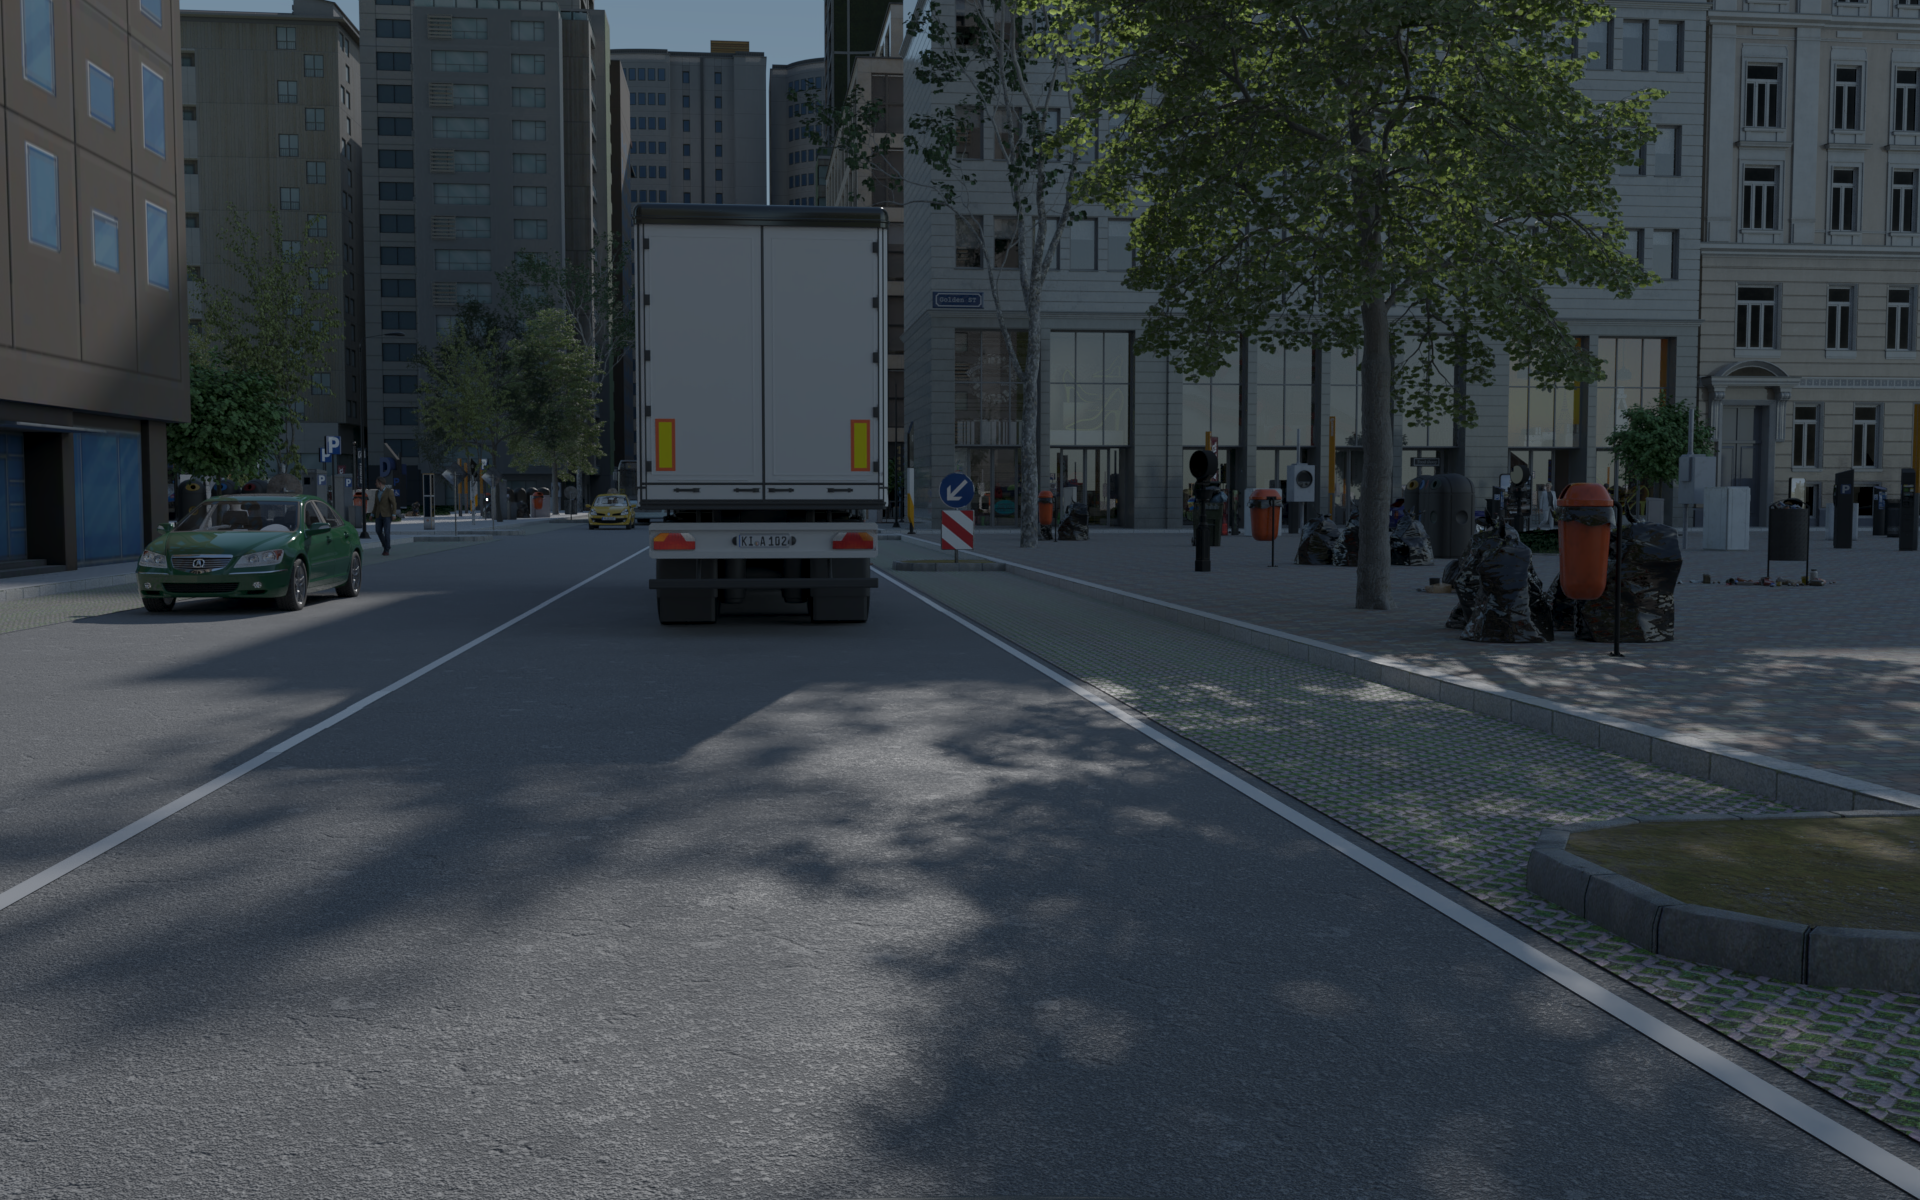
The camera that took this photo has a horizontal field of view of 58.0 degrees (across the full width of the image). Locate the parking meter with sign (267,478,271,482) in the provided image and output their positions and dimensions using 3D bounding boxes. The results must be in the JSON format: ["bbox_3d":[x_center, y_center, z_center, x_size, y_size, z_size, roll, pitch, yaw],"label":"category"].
[{"bbox_3d":[-32.985,-5.342,83.605,0.543,3.016,1.738,3,5,41],"label":"parking meter with sign"}]

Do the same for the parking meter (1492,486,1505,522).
[{"bbox_3d":[16.254,-2.683,52.276,0.372,1.533,0.369,0,3,0],"label":"parking meter"}]

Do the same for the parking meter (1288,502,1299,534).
[{"bbox_3d":[10.813,-3.083,56.112,0.255,1.863,0.399,0,4,-5],"label":"parking meter"}]

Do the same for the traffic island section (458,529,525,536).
[{"bbox_3d":[-16.502,-2.380,61.186,2.009,0.180,2.903,0,4,-7],"label":"traffic island section"}]

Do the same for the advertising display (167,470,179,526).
[{"bbox_3d":[-21.120,-2.478,45.735,0.974,1.923,0.123,1,4,8],"label":"advertising display"}]

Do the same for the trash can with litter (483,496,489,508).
[{"bbox_3d":[-28.661,-5.746,105.342,1.055,1.170,0.624,1,4,11],"label":"trash can with litter"}]

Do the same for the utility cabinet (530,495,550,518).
[{"bbox_3d":[-22.943,-5.106,94.648,1.020,1.237,0.306,-2,4,-26],"label":"utility cabinet"}]

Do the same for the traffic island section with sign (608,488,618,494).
[{"bbox_3d":[-22.537,-6.361,112.636,1.989,1.847,2.006,0,4,-7],"label":"traffic island section with sign"}]

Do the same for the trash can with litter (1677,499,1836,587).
[{"bbox_3d":[11.338,-0.830,24.631,2.233,1.210,1.678,1,4,18],"label":"trash can with litter"}]

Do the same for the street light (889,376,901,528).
[{"bbox_3d":[-2.979,-5.728,66.187,1.470,5.913,1.316,0,4,-7],"label":"street light"}]

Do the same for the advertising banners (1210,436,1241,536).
[{"bbox_3d":[8.161,-3.496,53.346,0.090,3.025,2.074,2,4,35],"label":"advertising banners"}]

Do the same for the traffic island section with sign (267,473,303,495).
[{"bbox_3d":[-12.583,-1.434,32.079,1.989,1.847,2.006,0,4,-7],"label":"traffic island section with sign"}]

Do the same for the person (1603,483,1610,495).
[{"bbox_3d":[22.102,-3.122,59.726,0.592,1.802,0.473,1,4,21],"label":"person"}]

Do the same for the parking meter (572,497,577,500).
[{"bbox_3d":[-26.406,-6.733,118.491,0.372,1.533,0.369,0,3,0],"label":"parking meter"}]

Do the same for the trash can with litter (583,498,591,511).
[{"bbox_3d":[-28.322,-7.267,130.205,1.055,1.170,0.624,-3,5,-43],"label":"trash can with litter"}]

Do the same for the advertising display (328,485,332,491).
[{"bbox_3d":[-45.787,-7.428,126.667,0.974,1.923,0.123,2,4,25],"label":"advertising display"}]

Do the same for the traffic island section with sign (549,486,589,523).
[{"bbox_3d":[-19.203,-4.710,85.644,1.989,1.847,2.006,0,4,-7],"label":"traffic island section with sign"}]

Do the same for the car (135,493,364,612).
[{"bbox_3d":[-9.162,-0.664,22.656,2.131,1.459,4.920,0,4,-6],"label":"car"}]

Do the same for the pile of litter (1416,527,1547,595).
[{"bbox_3d":[6.848,-0.520,22.471,1.719,0.858,1.176,3,4,37],"label":"pile of litter"}]

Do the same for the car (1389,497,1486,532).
[{"bbox_3d":[16.609,-2.900,59.994,3.894,1.354,1.945,0,4,-8],"label":"car"}]

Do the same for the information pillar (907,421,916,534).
[{"bbox_3d":[-1.576,-3.918,55.418,0.183,3.616,0.504,1,4,14],"label":"information pillar"}]

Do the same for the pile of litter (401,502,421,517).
[{"bbox_3d":[-31.325,-5.193,98.876,1.176,0.858,1.719,0,4,-8],"label":"pile of litter"}]

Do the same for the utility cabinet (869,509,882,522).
[{"bbox_3d":[-3.913,-4.226,80.258,0.306,1.237,1.020,-2,4,-26],"label":"utility cabinet"}]

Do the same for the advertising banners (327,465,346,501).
[{"bbox_3d":[-38.239,-6.664,105.138,2.074,3.025,0.090,0,4,7],"label":"advertising banners"}]

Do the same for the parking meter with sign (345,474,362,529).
[{"bbox_3d":[-23.173,-4.199,64.922,1.738,3.016,0.543,2,4,27],"label":"parking meter with sign"}]

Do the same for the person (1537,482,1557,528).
[{"bbox_3d":[20.488,-3.184,60.431,0.514,1.842,0.818,-2,4,-25],"label":"person"}]

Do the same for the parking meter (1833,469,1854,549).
[{"bbox_3d":[20.807,-2.147,40.816,0.399,1.863,0.255,1,4,11],"label":"parking meter"}]

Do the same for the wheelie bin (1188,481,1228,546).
[{"bbox_3d":[6.109,-2.118,42.537,0.980,1.594,0.693,-1,4,-11],"label":"wheelie bin"}]

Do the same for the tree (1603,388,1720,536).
[{"bbox_3d":[21.785,-4.289,53.831,4.285,4.588,4.351,0,3,0],"label":"tree"}]

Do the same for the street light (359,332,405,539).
[{"bbox_3d":[-16.598,-4.721,49.724,1.470,5.913,1.316,0,4,-7],"label":"street light"}]

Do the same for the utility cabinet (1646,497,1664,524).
[{"bbox_3d":[13.169,-1.326,32.835,0.306,1.237,1.020,1,4,20],"label":"utility cabinet"}]

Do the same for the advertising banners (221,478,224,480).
[{"bbox_3d":[-55.358,-8.312,132.094,2.074,3.025,0.090,0,4,-8],"label":"advertising banners"}]

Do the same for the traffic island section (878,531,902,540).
[{"bbox_3d":[-2.974,-1.989,54.803,2.009,0.180,2.903,0,4,-7],"label":"traffic island section"}]

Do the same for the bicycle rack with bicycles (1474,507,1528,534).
[{"bbox_3d":[14.650,-2.181,49.046,2.852,0.926,2.925,3,5,42],"label":"bicycle rack with bicycles"}]

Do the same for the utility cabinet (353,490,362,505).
[{"bbox_3d":[-29.831,-4.739,86.164,0.318,1.500,1.173,0,4,4],"label":"utility cabinet"}]

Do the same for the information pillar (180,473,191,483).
[{"bbox_3d":[-33.107,-5.065,74.160,0.504,3.616,0.183,-1,4,-21],"label":"information pillar"}]

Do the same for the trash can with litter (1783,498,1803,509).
[{"bbox_3d":[24.001,-2.364,50.038,0.624,1.170,1.055,2,4,26],"label":"trash can with litter"}]

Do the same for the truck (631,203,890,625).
[{"bbox_3d":[-2.551,-2.047,22.390,2.839,4.237,11.283,0,4,-7],"label":"truck"}]

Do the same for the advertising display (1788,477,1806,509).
[{"bbox_3d":[32.166,-3.754,66.584,0.974,1.923,0.123,-2,4,-33],"label":"advertising display"}]

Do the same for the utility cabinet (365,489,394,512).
[{"bbox_3d":[-27.149,-4.436,81.201,1.173,1.500,0.318,1,4,14],"label":"utility cabinet"}]

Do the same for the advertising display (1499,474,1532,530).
[{"bbox_3d":[17.388,-3.000,54.261,0.974,1.923,0.123,1,4,11],"label":"advertising display"}]

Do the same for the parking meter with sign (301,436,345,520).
[{"bbox_3d":[-19.531,-3.435,52.425,1.738,3.016,0.543,2,4,30],"label":"parking meter with sign"}]

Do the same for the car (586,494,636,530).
[{"bbox_3d":[-14.240,-3.709,70.860,2.015,1.641,3.980,0,4,-7],"label":"car"}]

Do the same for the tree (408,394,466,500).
[{"bbox_3d":[-38.579,-10.813,127.155,4.360,8.622,3.978,0,3,0],"label":"tree"}]

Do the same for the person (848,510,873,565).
[{"bbox_3d":[-2.105,-1.603,34.810,0.635,1.810,0.391,2,4,28],"label":"person"}]

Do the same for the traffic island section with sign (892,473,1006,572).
[{"bbox_3d":[-0.256,-1.477,32.772,1.989,1.847,2.006,0,4,-7],"label":"traffic island section with sign"}]

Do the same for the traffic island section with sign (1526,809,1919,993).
[{"bbox_3d":[3.078,0.168,5.881,1.989,1.847,2.006,0,4,-7],"label":"traffic island section with sign"}]

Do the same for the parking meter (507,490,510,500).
[{"bbox_3d":[-25.510,-5.452,97.557,0.372,1.533,0.369,0,3,0],"label":"parking meter"}]

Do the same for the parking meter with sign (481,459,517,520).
[{"bbox_3d":[-22.868,-5.489,86.007,0.543,3.016,1.738,3,5,40],"label":"parking meter with sign"}]

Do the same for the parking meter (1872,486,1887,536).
[{"bbox_3d":[28.427,-2.759,53.514,0.372,1.533,0.369,0,3,0],"label":"parking meter"}]

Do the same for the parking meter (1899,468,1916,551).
[{"bbox_3d":[21.386,-2.043,39.107,0.255,1.863,0.399,1,4,23],"label":"parking meter"}]

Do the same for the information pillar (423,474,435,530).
[{"bbox_3d":[-19.107,-3.536,62.310,0.304,2.012,0.304,0,4,7],"label":"information pillar"}]

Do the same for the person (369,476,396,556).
[{"bbox_3d":[-13.433,-1.952,40.323,0.656,1.842,0.836,-1,4,-8],"label":"person"}]

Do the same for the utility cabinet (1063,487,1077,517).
[{"bbox_3d":[3.349,-2.704,52.896,0.318,1.500,1.173,1,4,9],"label":"utility cabinet"}]

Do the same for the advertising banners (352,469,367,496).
[{"bbox_3d":[-44.691,-8.034,127.544,2.074,3.025,0.090,0,4,1],"label":"advertising banners"}]

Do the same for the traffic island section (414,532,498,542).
[{"bbox_3d":[-15.521,-1.895,53.261,2.009,0.180,2.903,0,4,-7],"label":"traffic island section"}]

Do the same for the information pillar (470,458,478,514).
[{"bbox_3d":[-31.329,-7.351,111.550,0.183,3.616,0.504,3,5,40],"label":"information pillar"}]
